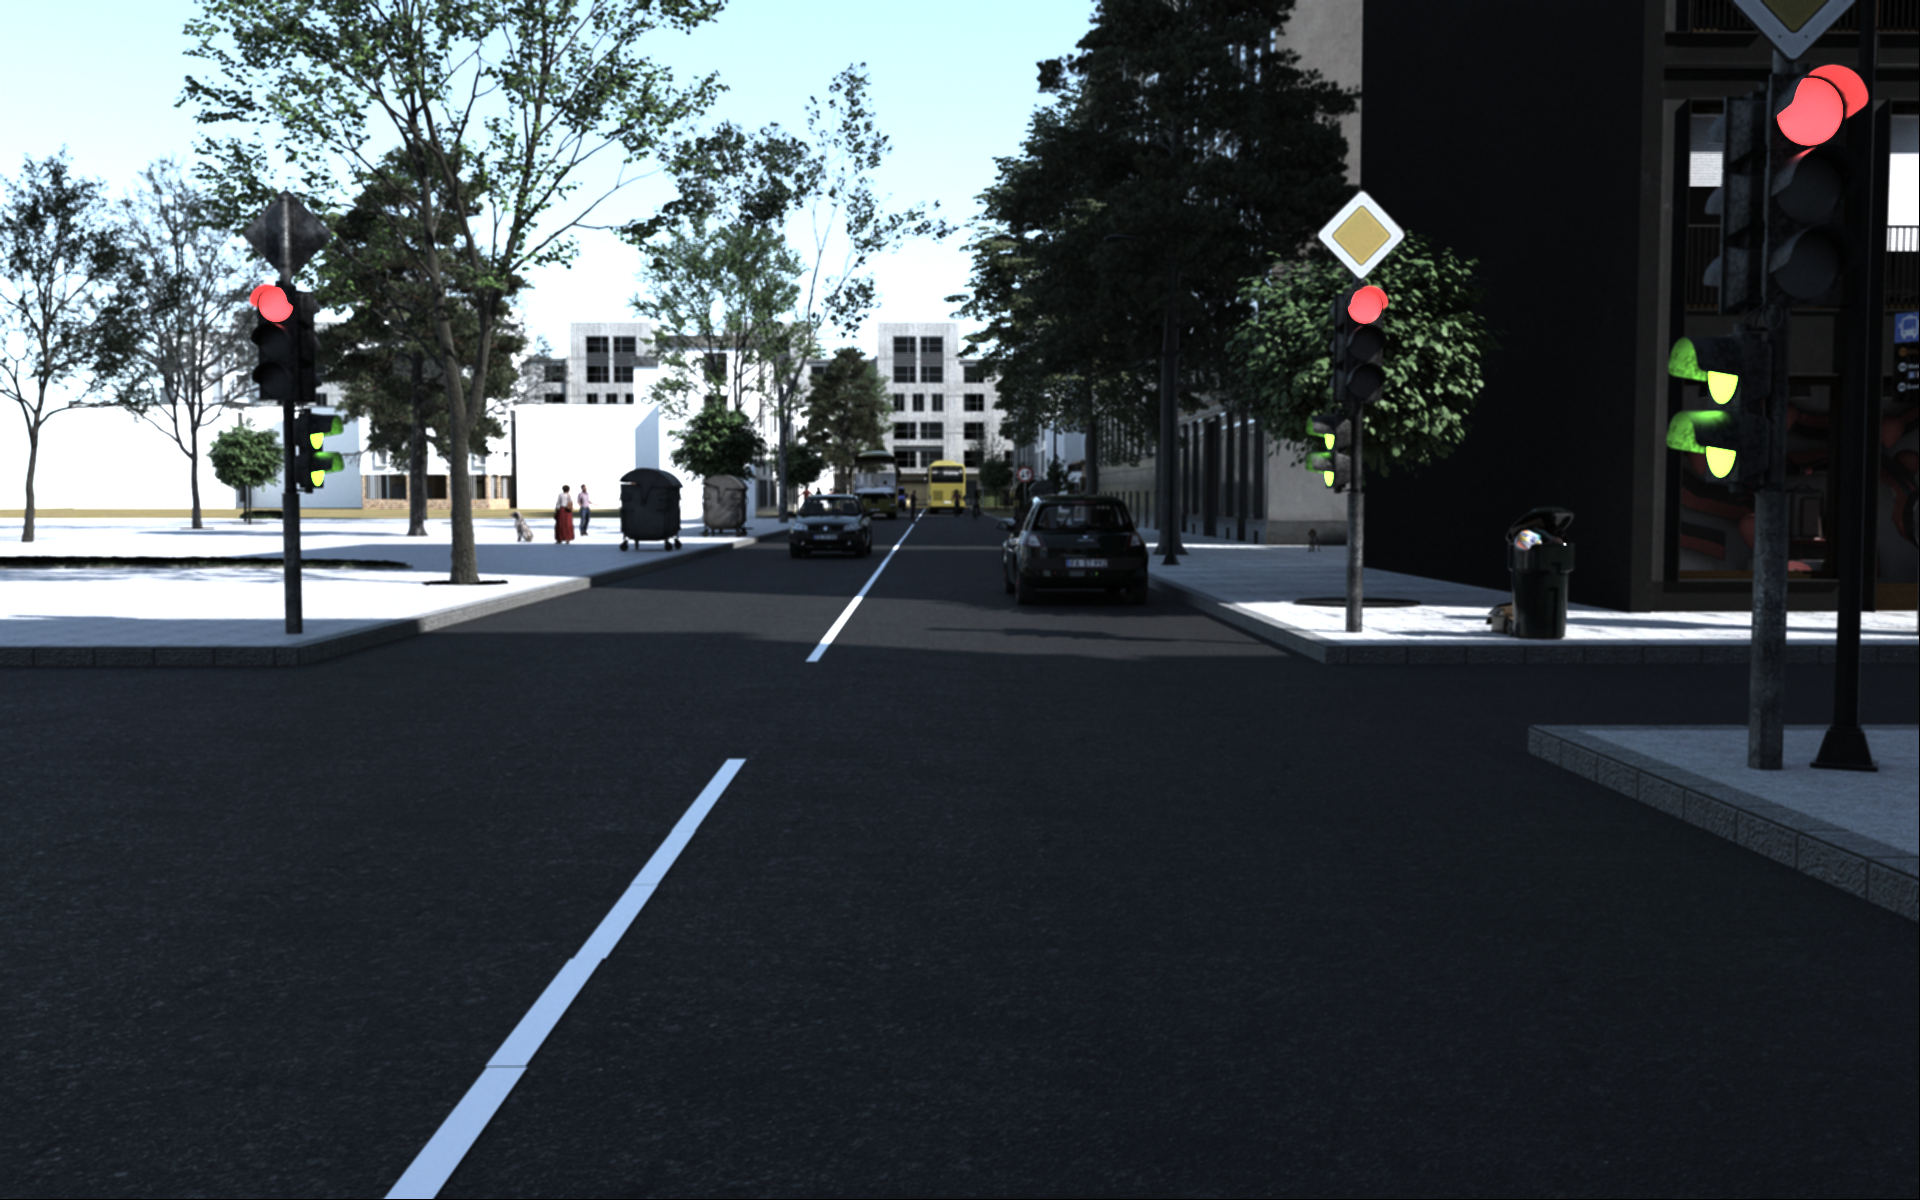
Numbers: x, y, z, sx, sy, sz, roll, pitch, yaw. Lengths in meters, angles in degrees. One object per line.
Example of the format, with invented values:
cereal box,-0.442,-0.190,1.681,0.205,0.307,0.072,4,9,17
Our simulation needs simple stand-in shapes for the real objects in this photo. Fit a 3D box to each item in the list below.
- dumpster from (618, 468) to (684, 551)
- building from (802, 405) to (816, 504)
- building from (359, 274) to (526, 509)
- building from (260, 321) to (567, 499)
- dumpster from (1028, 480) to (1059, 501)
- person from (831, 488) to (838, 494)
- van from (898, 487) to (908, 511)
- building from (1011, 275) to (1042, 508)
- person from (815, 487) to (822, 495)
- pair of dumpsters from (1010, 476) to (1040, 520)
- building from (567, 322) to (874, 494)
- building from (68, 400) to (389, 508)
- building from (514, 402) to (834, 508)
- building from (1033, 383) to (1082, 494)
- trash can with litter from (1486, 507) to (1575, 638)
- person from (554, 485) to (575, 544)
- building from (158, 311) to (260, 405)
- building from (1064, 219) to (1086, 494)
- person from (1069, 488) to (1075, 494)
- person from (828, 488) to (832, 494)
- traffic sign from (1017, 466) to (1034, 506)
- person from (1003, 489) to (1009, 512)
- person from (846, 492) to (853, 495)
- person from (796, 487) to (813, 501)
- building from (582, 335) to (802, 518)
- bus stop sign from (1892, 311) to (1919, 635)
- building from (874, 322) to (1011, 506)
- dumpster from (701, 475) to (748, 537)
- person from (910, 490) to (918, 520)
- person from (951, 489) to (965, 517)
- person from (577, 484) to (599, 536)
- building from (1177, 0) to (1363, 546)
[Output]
dumpster,-7.058,-2.063,39.493,1.264,1.857,1.865,0,4,-1
building,-16.846,-11.714,133.664,9.099,9.664,28.070,0,4,-1
building,-45.854,-18.287,155.416,11.380,20.091,16.016,0,4,-1
building,-55.844,-19.516,185.545,31.486,18.905,16.747,0,4,-1
dumpster,3.472,-4.018,71.446,1.264,1.857,1.865,0,4,-1
person,-9.220,-7.320,126.442,1.217,1.743,0.721,2,4,29
van,-5.481,-8.584,144.737,2.240,2.365,5.245,0,4,-2
building,13.616,-17.162,147.061,16.747,18.905,31.486,0,4,-1
person,-10.532,-7.485,128.429,0.705,1.822,1.348,2,4,33
pair of dumpsters,3.243,-4.866,82.053,1.574,2.255,4.436,0,4,-1
building,-24.367,-19.571,186.442,31.486,18.905,16.747,0,4,-1
building,-65.633,-13.296,159.540,28.070,9.664,9.099,0,4,-1
building,-25.757,-13.273,159.155,28.070,9.664,9.099,0,4,-1
building,10.265,-10.729,117.572,9.099,9.664,28.070,0,4,-1
trash can with litter,5.083,-0.261,15.658,0.624,1.170,1.055,-1,4,-10
person,-10.243,-2.220,44.799,0.523,1.526,0.387,-1,4,-15
building,-77.275,-20.114,185.276,11.380,20.091,16.016,0,4,-1
building,14.047,-14.726,97.184,16.016,20.091,11.380,0,4,-1
person,4.322,-3.615,67.682,0.613,1.512,0.480,-3,4,-37
person,-9.931,-7.672,132.188,1.217,1.736,0.721,-3,5,-41
traffic sign,2.961,-4.791,78.432,0.768,2.556,0.104,0,4,8
person,3.260,-7.025,122.367,0.415,1.643,0.593,2,4,24
person,-10.269,-9.447,160.133,0.705,1.869,1.348,0,4,2
person,-10.214,-6.673,115.104,1.348,1.831,0.705,-1,4,-21
building,-15.466,-9.997,105.592,9.099,9.664,28.070,0,4,-1
bus stop sign,9.043,-1.627,15.614,0.837,3.901,0.837,-2,4,-29
building,7.118,-19.584,186.660,31.486,18.905,16.747,0,4,-1
dumpster,-7.083,-2.832,52.068,1.264,1.857,1.865,0,4,-1
person,-2.517,-5.166,94.426,0.415,1.643,0.593,-1,4,-8
person,-0.142,-6.172,110.127,1.217,1.743,0.721,-3,5,-43
person,-11.471,-2.750,52.962,0.435,1.587,0.963,2,4,24
building,12.192,-12.377,51.511,9.793,20.994,18.267,0,4,-1
